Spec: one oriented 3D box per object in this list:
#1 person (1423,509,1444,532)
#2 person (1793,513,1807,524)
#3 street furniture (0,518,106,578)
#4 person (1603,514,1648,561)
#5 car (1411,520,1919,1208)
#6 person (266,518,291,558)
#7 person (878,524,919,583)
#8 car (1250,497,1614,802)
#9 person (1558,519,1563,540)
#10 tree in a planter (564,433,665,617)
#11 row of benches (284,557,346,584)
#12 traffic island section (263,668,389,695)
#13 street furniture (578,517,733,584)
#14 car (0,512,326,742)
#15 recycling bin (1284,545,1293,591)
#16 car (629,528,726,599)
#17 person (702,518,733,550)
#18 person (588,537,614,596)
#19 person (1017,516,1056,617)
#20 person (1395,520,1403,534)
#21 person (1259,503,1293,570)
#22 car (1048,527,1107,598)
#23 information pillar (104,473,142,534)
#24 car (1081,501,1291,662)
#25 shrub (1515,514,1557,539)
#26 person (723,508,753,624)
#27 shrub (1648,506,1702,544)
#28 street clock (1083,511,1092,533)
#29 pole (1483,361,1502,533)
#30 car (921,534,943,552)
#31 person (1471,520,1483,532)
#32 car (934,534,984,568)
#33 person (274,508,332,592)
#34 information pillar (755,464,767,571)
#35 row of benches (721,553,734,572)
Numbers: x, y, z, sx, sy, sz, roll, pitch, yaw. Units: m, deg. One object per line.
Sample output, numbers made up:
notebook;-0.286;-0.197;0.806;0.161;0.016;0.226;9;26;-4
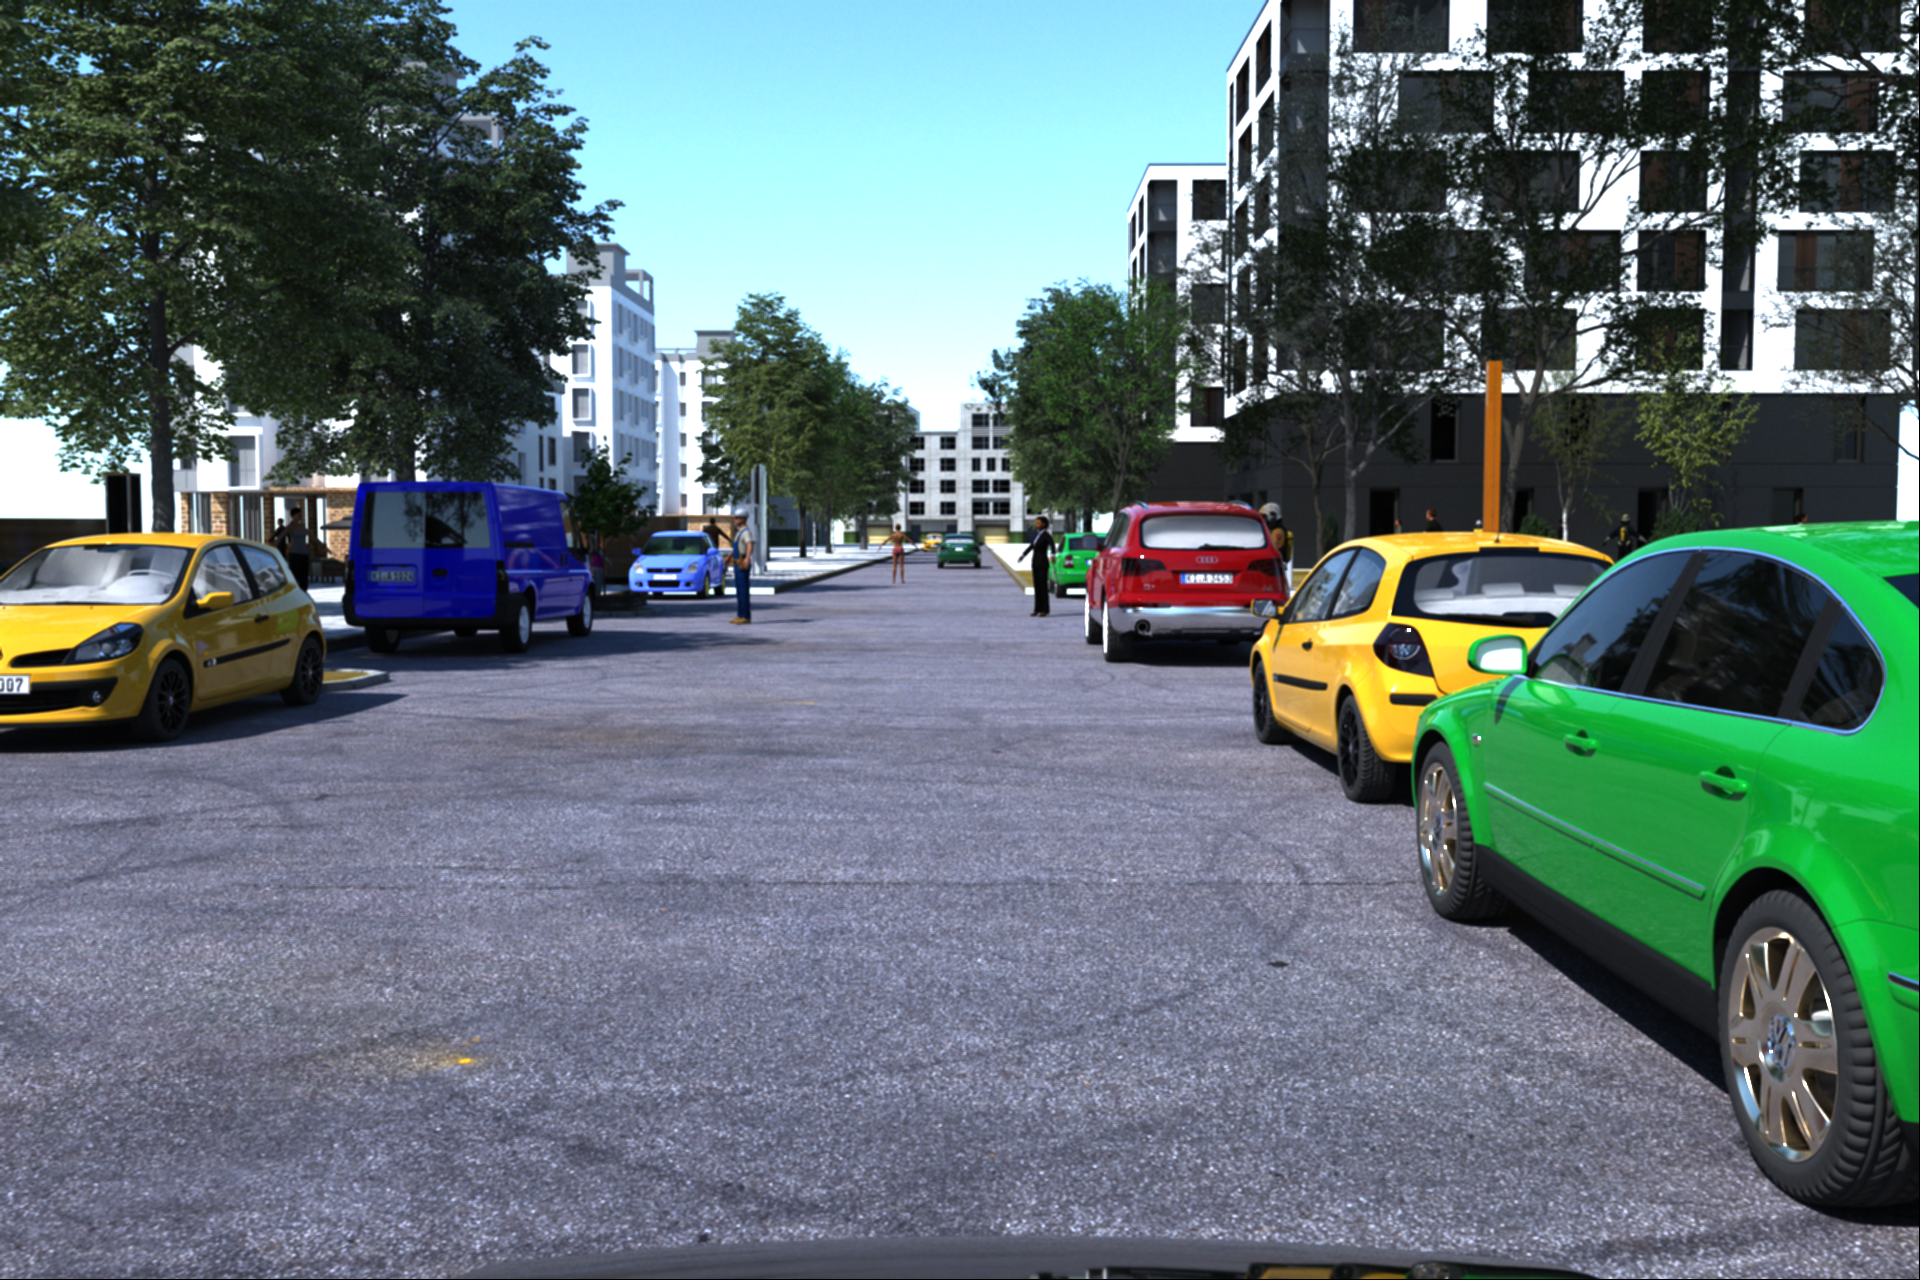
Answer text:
person;9.735;-1.813;35.863;1.348;1.803;0.705;-3;5;-42
person;18.352;-1.883;37.626;0.721;1.735;1.217;0;4;-3
street furniture;-28.164;-2.566;48.809;11.010;1.723;9.812;3;5;45
person;19.473;-2.747;50.691;1.354;1.856;0.705;3;4;38
car;2.649;0.228;5.064;1.959;1.807;4.718;0;3;0
person;-21.949;-3.041;55.939;0.704;1.802;1.346;1;4;11
person;-1.803;-2.535;50.705;1.217;1.733;0.721;0;4;1
car;2.900;-0.028;10.680;2.015;1.641;3.980;0;4;-1
person;21.552;-3.420;61.858;0.705;1.837;1.347;1;4;22
tree in a planter;-6.357;-2.058;30.865;1.991;3.239;1.994;0;4;1
row of benches;-17.485;-1.906;46.627;1.422;0.672;4.104;-3;4;-36
traffic island section;-6.548;0.397;16.369;1.991;0.108;1.994;0;4;1
street furniture;-9.140;-2.494;47.639;9.812;1.723;11.010;-1;4;-15
car;-6.274;-0.178;13.133;2.015;1.641;3.980;0;3;0
recycling bin;7.176;-1.649;39.520;0.722;1.027;0.722;0;4;1
car;-6.358;-1.807;39.128;1.945;1.707;3.694;0;4;1
person;-8.108;-3.098;56.792;1.346;1.812;0.704;0;4;-8
person;-7.166;-1.394;34.512;0.599;1.433;0.991;-3;4;-38
person;1.343;-1.280;30.112;0.721;1.740;1.216;-2;4;-27
person;15.742;-3.427;62.298;0.705;1.796;1.348;1;4;11
person;4.242;-0.951;23.775;0.705;1.858;1.354;0;4;1
car;3.007;-1.917;40.144;1.959;1.807;4.718;0;4;-1
information pillar;-10.042;-0.999;20.833;0.304;2.012;0.304;0;3;0
car;2.636;-0.748;20.903;2.281;1.827;5.304;0;4;0
shrub;19.490;-3.337;58.984;1.690;2.028;1.600;0;3;0
person;-3.516;-1.188;27.742;0.705;1.847;1.347;-1;4;-22
shrub;18.233;-2.423;44.043;1.690;2.028;1.600;0;3;0
street clock;4.047;-3.066;54.699;0.358;2.002;0.471;0;4;-1
pole;6.298;-1.632;20.526;0.158;3.312;0.155;0;3;0
car;-2.049;-7.824;138.142;2.015;1.641;3.980;0;4;1
person;18.583;-3.397;62.001;1.216;1.772;0.721;2;4;29
car;-0.037;-3.778;73.569;2.131;1.459;4.920;0;3;0
person;-11.249;-1.393;29.579;0.721;1.737;1.217;2;4;29
information pillar;-6.801;-4.149;59.145;0.184;3.620;1.656;0;4;1
row of benches;-8.815;-2.683;59.329;4.104;0.672;1.422;3;4;38
